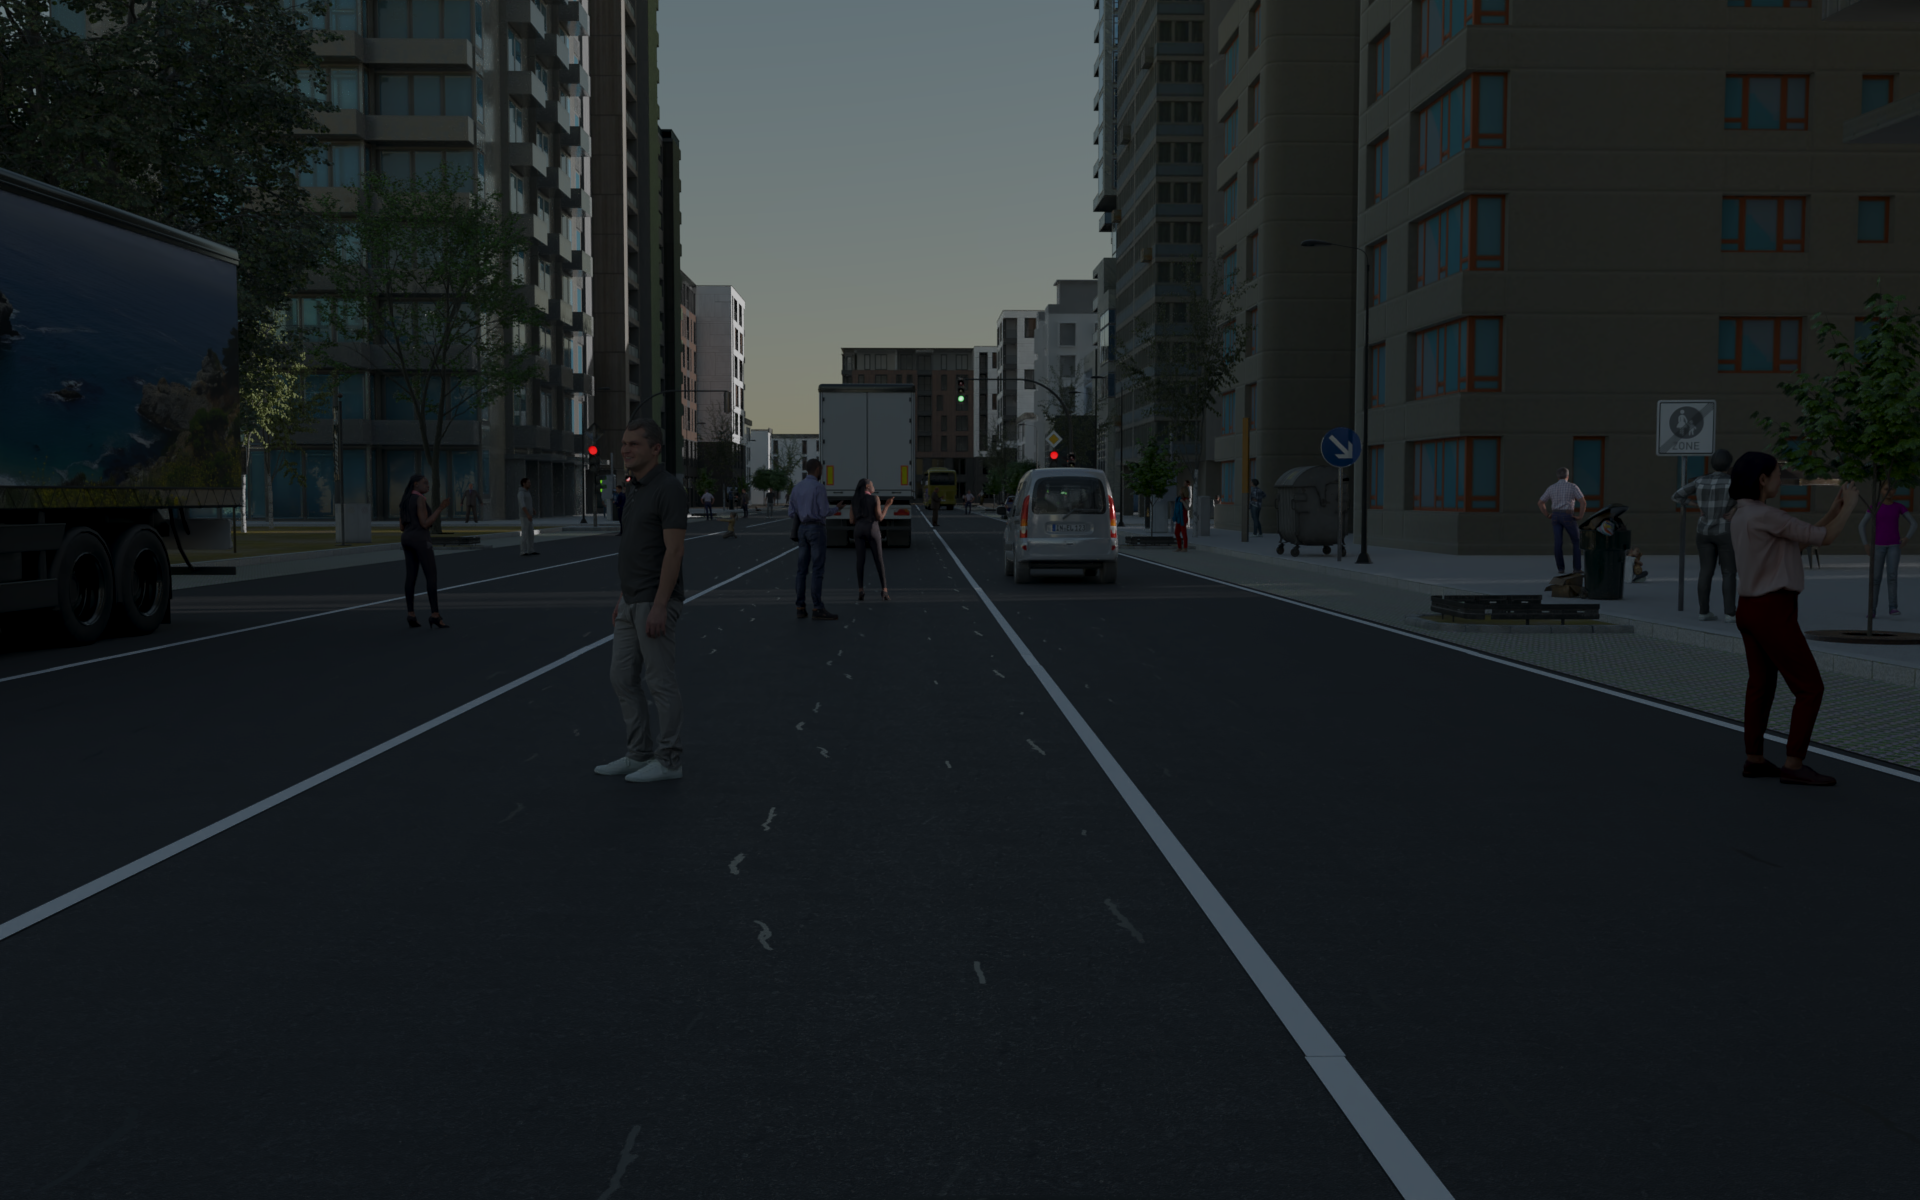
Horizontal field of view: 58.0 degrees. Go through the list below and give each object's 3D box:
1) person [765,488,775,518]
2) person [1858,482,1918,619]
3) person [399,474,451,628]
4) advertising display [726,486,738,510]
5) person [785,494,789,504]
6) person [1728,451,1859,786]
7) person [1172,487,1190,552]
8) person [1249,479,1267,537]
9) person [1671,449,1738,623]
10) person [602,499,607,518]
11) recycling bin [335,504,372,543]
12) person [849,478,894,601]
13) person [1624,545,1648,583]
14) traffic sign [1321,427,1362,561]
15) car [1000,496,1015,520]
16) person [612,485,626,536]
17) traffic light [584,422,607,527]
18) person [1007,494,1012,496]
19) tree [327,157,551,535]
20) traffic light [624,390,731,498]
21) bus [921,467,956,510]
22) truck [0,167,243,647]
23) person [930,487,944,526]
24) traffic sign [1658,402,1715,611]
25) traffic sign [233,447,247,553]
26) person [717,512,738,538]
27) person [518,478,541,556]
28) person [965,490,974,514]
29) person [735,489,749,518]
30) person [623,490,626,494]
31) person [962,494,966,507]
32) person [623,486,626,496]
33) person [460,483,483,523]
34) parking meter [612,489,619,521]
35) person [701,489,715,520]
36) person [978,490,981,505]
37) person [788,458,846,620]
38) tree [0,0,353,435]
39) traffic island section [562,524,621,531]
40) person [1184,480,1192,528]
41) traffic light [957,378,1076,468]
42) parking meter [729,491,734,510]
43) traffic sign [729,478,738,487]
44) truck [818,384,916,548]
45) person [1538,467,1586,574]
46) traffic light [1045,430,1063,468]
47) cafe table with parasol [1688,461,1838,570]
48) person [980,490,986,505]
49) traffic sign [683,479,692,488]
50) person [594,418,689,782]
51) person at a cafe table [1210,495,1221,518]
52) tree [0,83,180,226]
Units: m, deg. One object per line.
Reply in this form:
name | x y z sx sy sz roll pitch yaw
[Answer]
person | -11.282 -5.766 102.896 0.598 1.807 0.434 0 4 1
person | 9.463 -0.512 17.646 0.726 1.434 0.776 1 4 21
person | -5.723 -0.526 18.572 0.593 1.643 0.415 0 4 -1
advertising display | -18.620 -8.334 141.480 0.974 1.923 0.123 -2 4 -27
person | -23.026 -13.599 231.395 0.990 1.755 0.434 3 4 38
person | 4.162 0.078 8.684 0.566 1.644 0.517 3 5 44
person | 5.417 -1.975 42.493 0.444 1.614 0.593 1 4 9
person | 8.804 -2.733 51.454 0.376 1.734 0.841 3 4 38
person | 7.616 -0.651 17.415 0.376 1.734 0.841 -2 4 -31
person | -18.687 -4.991 91.559 0.340 1.345 0.435 1 4 15
recycling bin | -15.915 -2.011 45.431 0.722 1.027 0.722 -3 4 -38
person | -1.197 -0.820 23.383 0.593 1.643 0.415 -2 4 -30
person | 9.716 -0.521 25.038 0.357 0.543 0.381 -2 4 -24
traffic sign | 7.236 -2.009 32.956 0.768 2.556 0.104 0 4 5
car | 3.242 -5.241 98.275 1.945 1.354 3.894 0 4 -1
person | -11.722 -3.081 59.572 0.504 1.737 0.576 0 4 -3
traffic light | -14.254 -4.816 67.665 0.839 4.253 0.868 0 4 -2
person | 4.920 -9.544 162.801 1.217 1.735 0.721 0 4 0
tree | -16.818 -7.895 54.843 9.928 11.665 9.643 0 3 0
traffic light | -12.406 -6.182 75.745 4.771 5.953 1.251 0 4 -2
bus | -1.930 -10.279 159.609 2.896 3.916 12.252 0 4 -3
truck | -9.370 -1.545 14.178 2.839 4.237 11.283 0 4 0
person | -1.021 -4.171 77.380 0.600 1.739 0.565 -2 4 -24
traffic sign | 7.905 -1.027 18.928 0.606 2.300 0.079 0 4 7
traffic sign | -15.757 -2.168 37.584 0.606 2.300 0.079 0 4 7
person | -7.521 -2.419 55.970 0.695 0.859 0.347 0 4 2
person | -9.935 -1.911 39.900 0.789 1.805 0.875 0 4 7
person | 0.612 -6.864 121.669 0.756 1.711 0.436 3 5 42
person | -12.987 -5.766 103.305 0.750 1.759 0.617 -2 4 -28
person | -20.004 -5.827 103.520 0.569 1.553 0.471 -1 4 -14
person | 0.465 -11.204 194.867 0.628 1.438 0.799 -3 4 -38
person | -19.006 -5.610 98.211 0.568 1.767 0.683 -2 4 -27
person | -21.728 -4.309 77.053 0.990 1.755 0.434 -1 4 -11
parking meter | -16.395 -4.539 82.624 0.372 1.533 0.369 0 3 0
person | -13.804 -5.213 94.671 0.756 1.711 0.436 -1 4 -16
person | 2.321 -11.910 201.474 0.721 1.736 1.217 -2 4 -34
person | -1.614 -0.710 19.976 0.709 1.838 0.599 3 5 41
tree | -15.403 -7.556 30.193 9.857 13.997 8.962 0 3 0
traffic island section | -14.294 -2.784 67.799 2.009 0.180 2.903 0 4 -2
person | 8.467 -3.610 65.213 0.789 1.805 0.875 0 4 -3
traffic light | 2.250 -5.711 68.036 4.771 5.953 1.251 0 4 -2
parking meter | -18.622 -8.105 140.922 0.372 1.533 0.369 0 3 0
traffic sign | -18.193 -8.526 139.405 0.884 2.594 0.081 0 4 8
truck | -2.636 -3.713 49.613 2.839 4.237 11.283 0 4 -3
person | 9.763 -1.284 27.975 0.756 1.711 0.436 3 5 43
traffic light | 4.098 -5.340 76.222 0.839 4.253 0.868 0 4 -2
cafe table with parasol | 13.981 -1.542 30.074 2.610 1.966 2.610 1 4 14
person | 2.616 -11.762 199.085 0.721 1.736 1.217 -2 4 -33
traffic sign | -17.889 -6.828 113.759 0.606 2.300 0.079 0 4 0
person | -1.600 -0.004 8.700 0.434 1.807 0.598 -1 4 -21
person at a cafe table | 10.181 -3.403 66.495 1.726 1.238 1.698 -3 4 -37
tree | -23.034 -7.157 42.774 9.928 11.665 9.643 0 3 0
